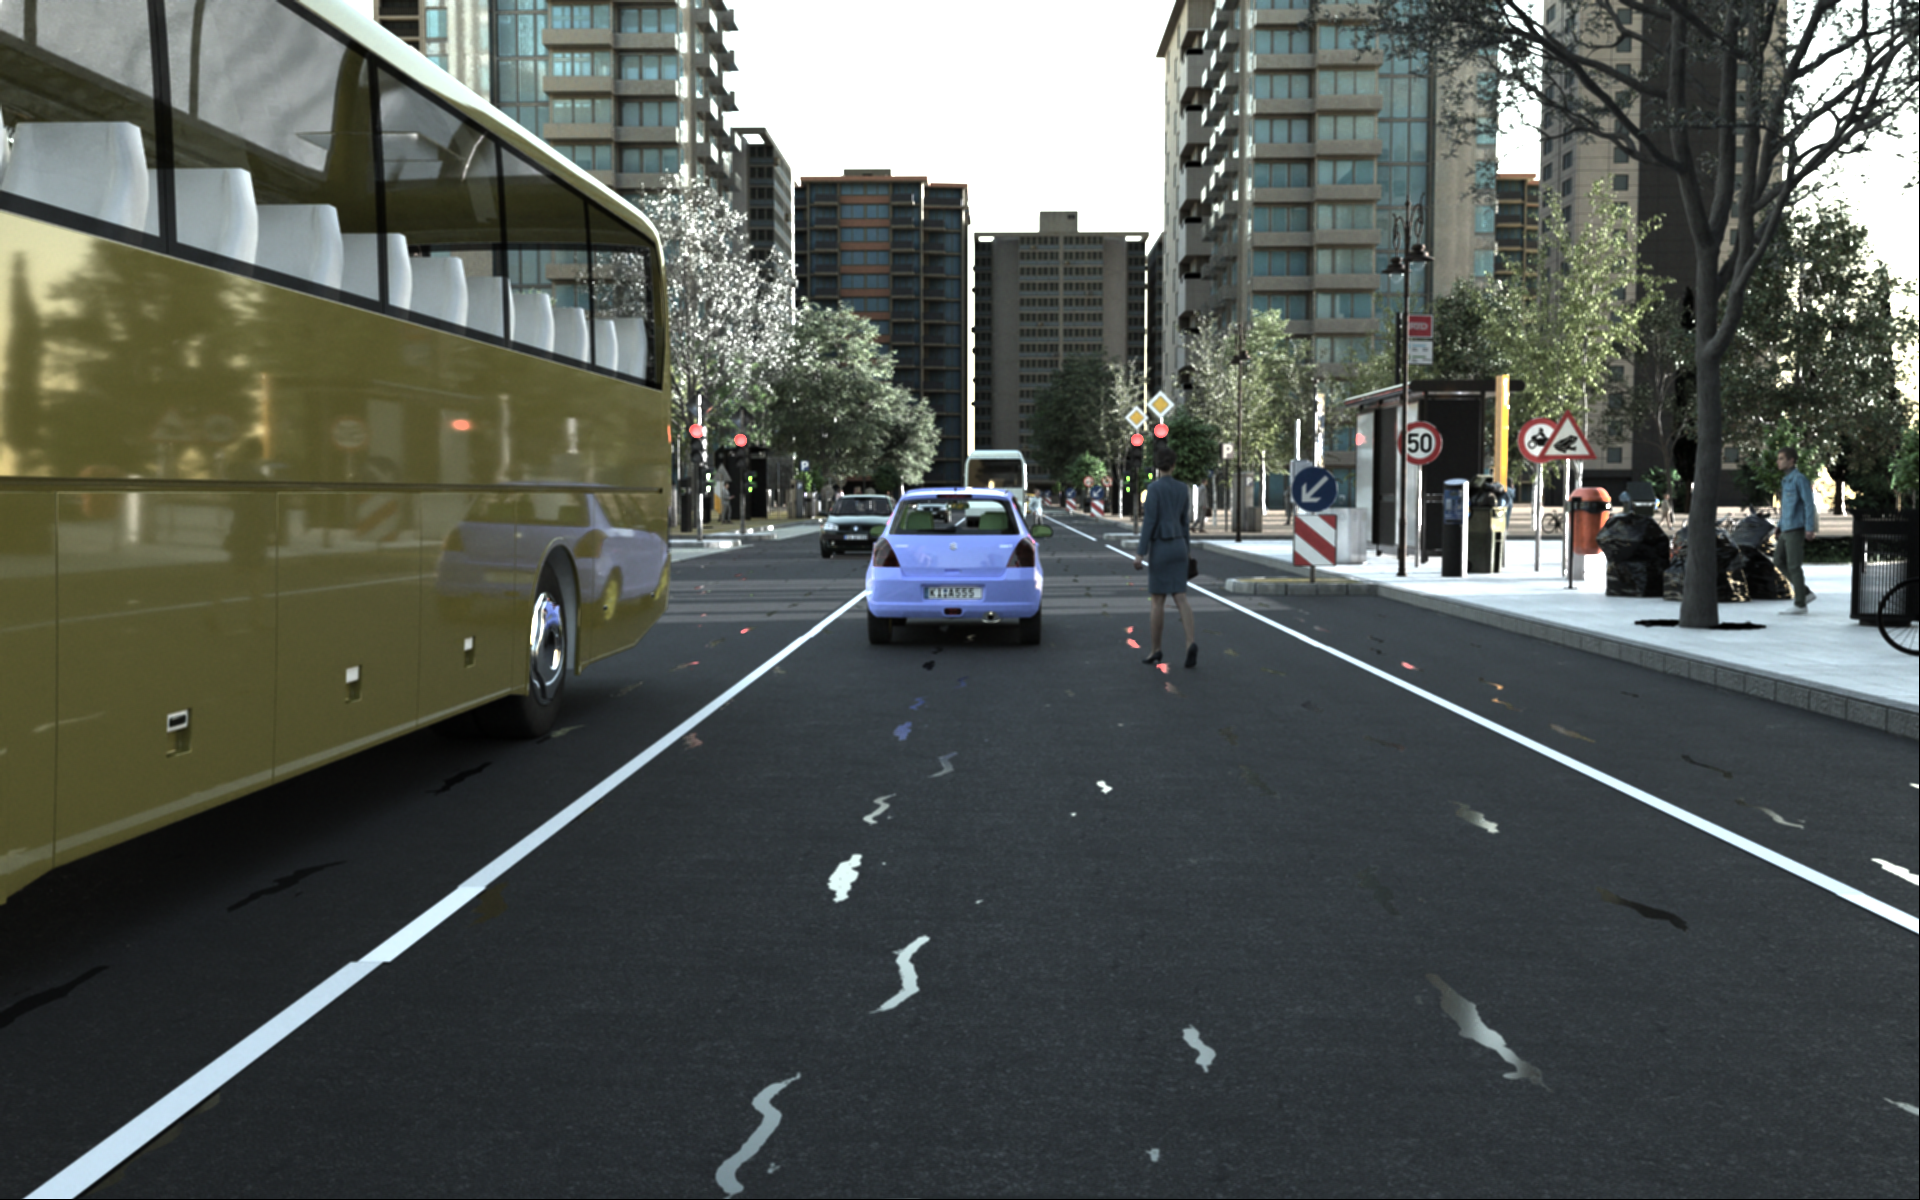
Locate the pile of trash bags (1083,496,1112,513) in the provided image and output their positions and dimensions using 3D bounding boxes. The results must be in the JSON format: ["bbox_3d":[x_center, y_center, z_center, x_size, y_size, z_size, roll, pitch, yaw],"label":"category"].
[{"bbox_3d":[9.239,-6.552,116.873,1.912,1.369,3.447,0,4,-3],"label":"pile of trash bags"}]

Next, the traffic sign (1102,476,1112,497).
[{"bbox_3d":[10.172,-7.312,119.660,0.768,2.556,0.104,1,4,10],"label":"traffic sign"}]

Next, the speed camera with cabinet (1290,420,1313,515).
[{"bbox_3d":[9.222,-3.146,45.766,0.660,3.252,2.038,0,4,-1],"label":"speed camera with cabinet"}]

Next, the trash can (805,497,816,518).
[{"bbox_3d":[-8.013,-4.942,92.450,0.748,1.137,0.748,0,3,0],"label":"trash can"}]

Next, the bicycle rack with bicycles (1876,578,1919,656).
[{"bbox_3d":[9.159,-0.029,13.851,2.925,0.926,2.852,3,4,37],"label":"bicycle rack with bicycles"}]

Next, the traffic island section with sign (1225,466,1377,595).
[{"bbox_3d":[4.974,-1.034,25.532,1.989,1.847,2.006,0,4,1],"label":"traffic island section with sign"}]

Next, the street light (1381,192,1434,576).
[{"bbox_3d":[6.922,-3.311,26.930,0.468,5.910,1.993,0,4,1],"label":"street light"}]

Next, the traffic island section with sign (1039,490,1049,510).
[{"bbox_3d":[7.807,-9.054,156.653,1.989,1.847,2.006,0,4,1],"label":"traffic island section with sign"}]

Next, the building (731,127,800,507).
[{"bbox_3d":[-29.409,-29.808,179.246,23.993,40.220,32.217,0,4,1],"label":"building"}]

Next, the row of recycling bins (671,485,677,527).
[{"bbox_3d":[-11.703,-3.651,66.810,1.069,1.692,3.534,0,4,4],"label":"row of recycling bins"}]

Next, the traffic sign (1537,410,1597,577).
[{"bbox_3d":[9.350,-1.635,26.740,0.884,2.594,0.081,1,4,9],"label":"traffic sign"}]

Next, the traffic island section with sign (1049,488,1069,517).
[{"bbox_3d":[6.747,-6.060,107.711,1.989,1.847,2.006,0,4,1],"label":"traffic island section with sign"}]

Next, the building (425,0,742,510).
[{"bbox_3d":[-30.588,-32.151,145.284,23.786,49.044,30.456,0,4,1],"label":"building"}]

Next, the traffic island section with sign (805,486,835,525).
[{"bbox_3d":[-6.074,-4.352,79.788,1.989,1.847,2.006,0,4,1],"label":"traffic island section with sign"}]

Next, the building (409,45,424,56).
[{"bbox_3d":[-66.629,-34.348,185.293,21.600,48.544,21.300,0,4,1],"label":"building"}]

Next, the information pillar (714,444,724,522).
[{"bbox_3d":[-11.209,-5.465,80.713,0.504,3.616,0.183,-2,4,-29],"label":"information pillar"}]

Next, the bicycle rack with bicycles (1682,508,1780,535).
[{"bbox_3d":[20.703,-1.983,45.809,2.925,0.926,2.852,-1,4,-21],"label":"bicycle rack with bicycles"}]

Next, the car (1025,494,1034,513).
[{"bbox_3d":[4.264,-6.307,113.350,2.015,1.641,3.980,0,4,0],"label":"car"}]

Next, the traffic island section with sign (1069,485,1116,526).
[{"bbox_3d":[6.148,-4.336,79.515,1.989,1.847,2.006,0,4,1],"label":"traffic island section with sign"}]

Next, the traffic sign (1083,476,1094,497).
[{"bbox_3d":[9.149,-7.524,123.125,0.768,2.556,0.104,0,4,3],"label":"traffic sign"}]

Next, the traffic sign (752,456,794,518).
[{"bbox_3d":[-10.121,-6.102,93.634,2.265,3.308,0.079,0,4,3],"label":"traffic sign"}]

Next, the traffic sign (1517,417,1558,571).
[{"bbox_3d":[9.594,-1.749,28.706,0.768,2.556,0.104,0,4,1],"label":"traffic sign"}]

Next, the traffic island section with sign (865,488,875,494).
[{"bbox_3d":[-5.497,-6.001,106.737,1.989,1.847,2.006,0,4,1],"label":"traffic island section with sign"}]

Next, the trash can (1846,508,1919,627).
[{"bbox_3d":[9.035,-0.320,16.885,0.748,1.137,0.748,0,3,0],"label":"trash can"}]

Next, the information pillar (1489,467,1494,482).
[{"bbox_3d":[14.558,-2.600,47.010,0.304,2.012,0.304,0,4,-5],"label":"information pillar"}]

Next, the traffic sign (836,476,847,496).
[{"bbox_3d":[-8.395,-7.479,122.382,0.768,2.556,0.104,1,4,9],"label":"traffic sign"}]

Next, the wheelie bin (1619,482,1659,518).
[{"bbox_3d":[17.559,-2.262,44.899,0.980,1.594,0.693,0,4,-1],"label":"wheelie bin"}]

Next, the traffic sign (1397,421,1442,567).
[{"bbox_3d":[8.012,-1.845,30.275,0.768,2.556,0.104,0,4,6],"label":"traffic sign"}]

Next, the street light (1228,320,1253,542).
[{"bbox_3d":[7.465,-4.494,46.261,0.468,5.910,1.993,0,4,1],"label":"street light"}]

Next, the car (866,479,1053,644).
[{"bbox_3d":[-0.007,-0.506,17.860,1.945,1.707,3.694,0,4,2],"label":"car"}]

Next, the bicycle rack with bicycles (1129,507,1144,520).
[{"bbox_3d":[10.750,-4.849,92.670,2.852,0.926,2.925,2,4,27],"label":"bicycle rack with bicycles"}]

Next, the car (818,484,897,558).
[{"bbox_3d":[-2.219,-1.860,40.205,2.009,1.686,4.222,0,4,2],"label":"car"}]

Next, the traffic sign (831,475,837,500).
[{"bbox_3d":[-8.030,-6.593,107.905,0.768,2.556,0.104,1,4,9],"label":"traffic sign"}]

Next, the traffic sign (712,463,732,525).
[{"bbox_3d":[-9.995,-4.439,72.580,0.884,2.594,0.081,1,4,10],"label":"traffic sign"}]

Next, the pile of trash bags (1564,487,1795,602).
[{"bbox_3d":[8.954,-0.761,22.192,1.912,1.369,3.447,-1,4,-19],"label":"pile of trash bags"}]

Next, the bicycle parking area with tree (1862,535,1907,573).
[{"bbox_3d":[17.853,-2.299,24.587,8.231,4.147,9.016,1,4,19],"label":"bicycle parking area with tree"}]

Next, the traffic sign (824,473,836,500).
[{"bbox_3d":[-7.725,-6.286,102.877,0.768,2.556,0.104,1,4,11],"label":"traffic sign"}]

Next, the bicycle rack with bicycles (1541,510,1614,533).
[{"bbox_3d":[20.523,-2.652,56.737,2.925,0.926,2.852,0,4,2],"label":"bicycle rack with bicycles"}]

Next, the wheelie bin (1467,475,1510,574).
[{"bbox_3d":[8.527,-1.241,28.206,0.693,1.594,0.980,3,5,42],"label":"wheelie bin"}]

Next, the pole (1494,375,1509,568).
[{"bbox_3d":[9.310,-2.201,29.833,0.158,3.312,0.155,0,3,0],"label":"pole"}]

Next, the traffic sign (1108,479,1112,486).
[{"bbox_3d":[10.076,-6.907,112.926,0.884,2.594,0.081,0,4,6],"label":"traffic sign"}]

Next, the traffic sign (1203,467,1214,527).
[{"bbox_3d":[9.377,-4.077,66.764,0.768,2.556,0.104,0,4,4],"label":"traffic sign"}]

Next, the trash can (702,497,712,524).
[{"bbox_3d":[-11.181,-3.910,75.575,0.748,1.137,0.748,0,3,0],"label":"trash can"}]
